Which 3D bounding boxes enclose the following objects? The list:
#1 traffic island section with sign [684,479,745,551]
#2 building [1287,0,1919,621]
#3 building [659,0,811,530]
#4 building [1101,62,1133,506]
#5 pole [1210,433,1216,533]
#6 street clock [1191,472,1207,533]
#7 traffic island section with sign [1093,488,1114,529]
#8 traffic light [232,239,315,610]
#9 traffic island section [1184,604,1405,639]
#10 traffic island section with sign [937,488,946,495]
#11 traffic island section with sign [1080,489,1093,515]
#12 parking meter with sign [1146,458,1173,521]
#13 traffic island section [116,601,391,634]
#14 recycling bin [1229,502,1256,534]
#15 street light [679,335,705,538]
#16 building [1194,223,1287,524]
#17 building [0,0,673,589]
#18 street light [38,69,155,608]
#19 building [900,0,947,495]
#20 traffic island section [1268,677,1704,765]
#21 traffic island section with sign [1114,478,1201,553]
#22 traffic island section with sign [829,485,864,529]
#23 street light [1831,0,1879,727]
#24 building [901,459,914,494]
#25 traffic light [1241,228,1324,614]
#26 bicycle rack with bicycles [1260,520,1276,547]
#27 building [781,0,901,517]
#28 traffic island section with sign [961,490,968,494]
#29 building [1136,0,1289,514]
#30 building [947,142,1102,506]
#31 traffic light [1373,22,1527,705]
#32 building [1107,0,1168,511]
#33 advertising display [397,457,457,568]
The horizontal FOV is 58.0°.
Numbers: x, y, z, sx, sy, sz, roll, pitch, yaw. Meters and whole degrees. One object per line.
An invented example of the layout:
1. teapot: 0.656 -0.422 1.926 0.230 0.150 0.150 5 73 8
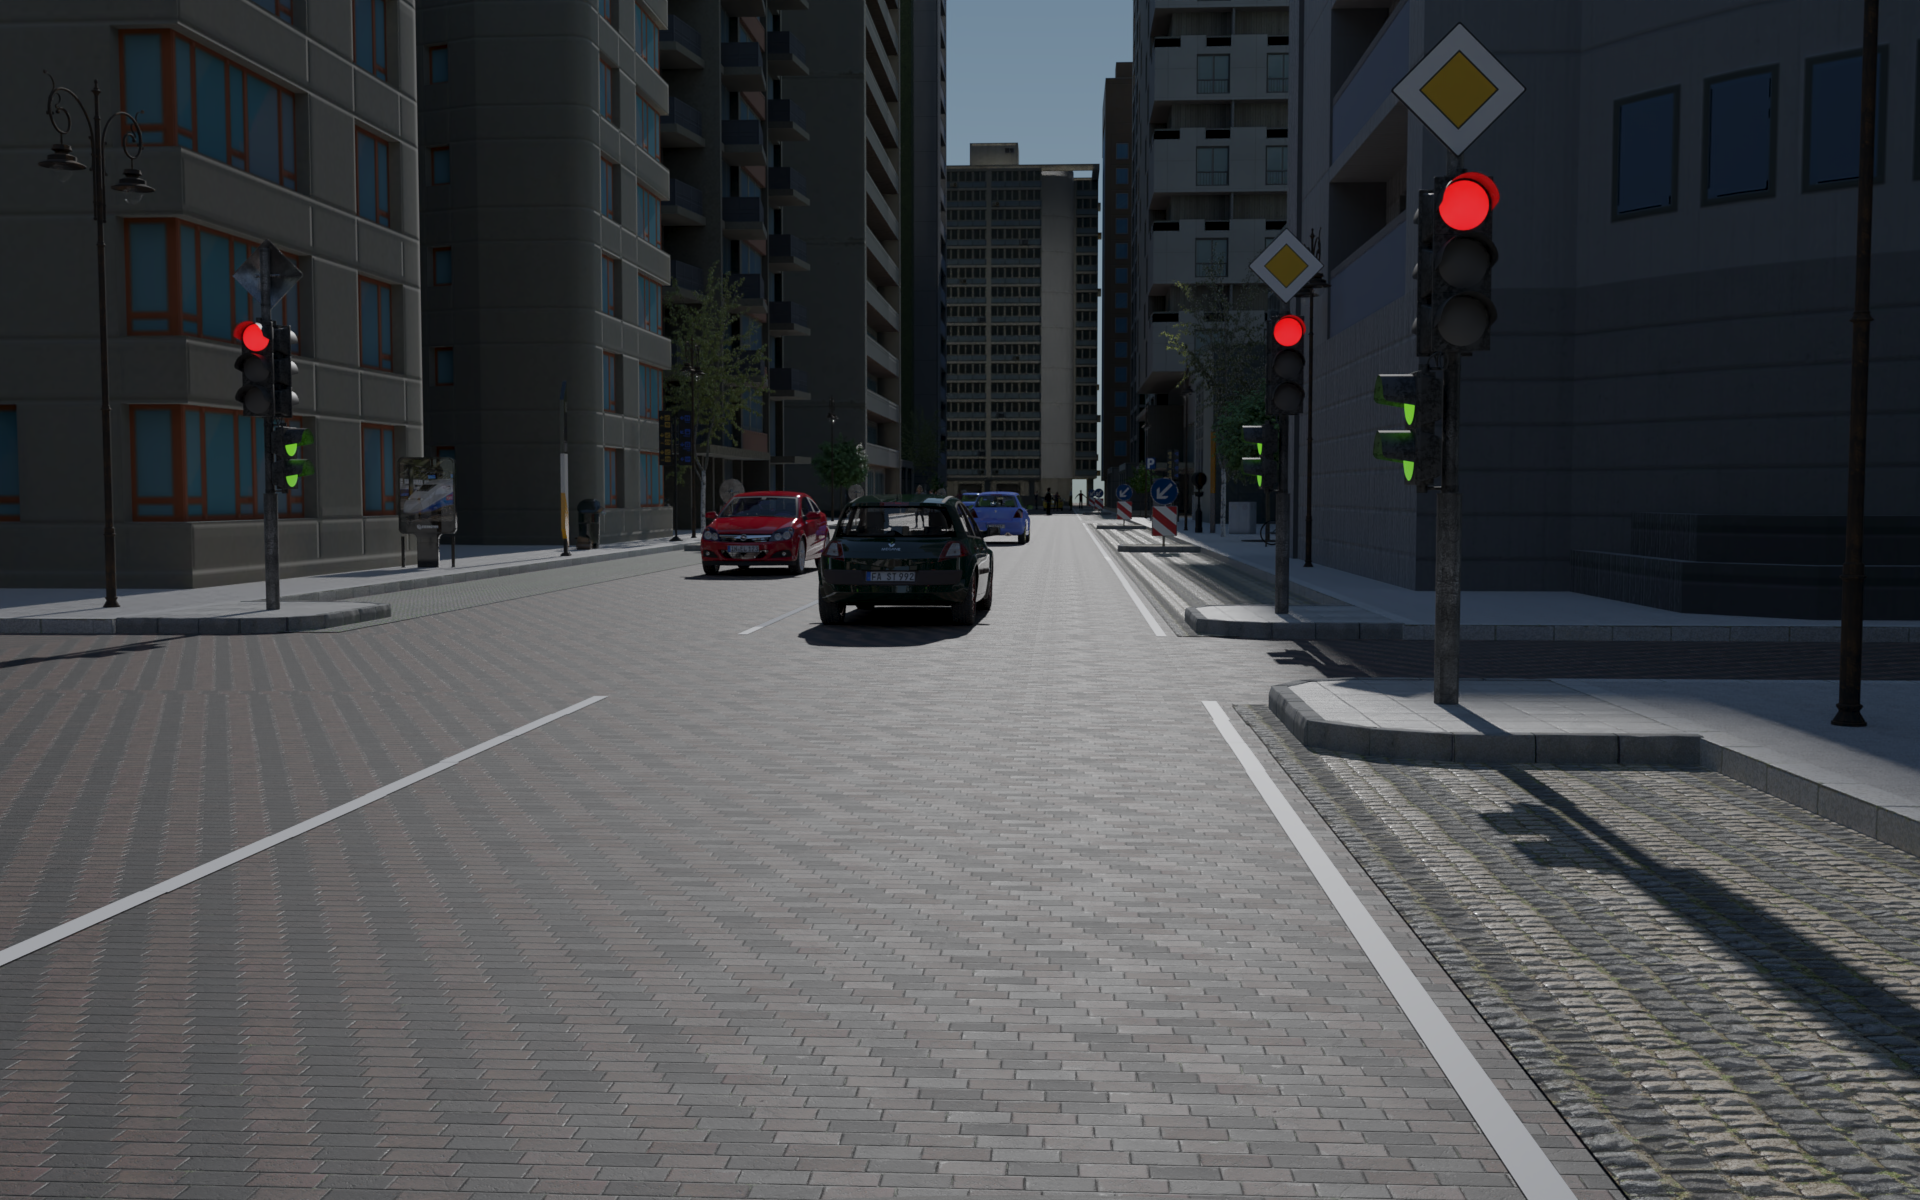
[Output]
1. traffic island section with sign: -5.843 -2.168 44.068 1.989 1.847 2.006 0 4 3
2. building: 20.262 -29.527 24.766 28.212 58.520 21.231 0 4 3
3. building: -18.495 -25.640 73.833 22.147 44.769 28.867 0 4 3
4. building: 22.213 -32.585 182.882 14.200 45.320 14.600 0 4 3
5. pole: 8.318 -3.857 56.900 0.158 3.312 0.155 0 3 0
6. street clock: 7.899 -3.222 57.243 0.471 2.002 0.358 -2 4 -25
7. traffic island section with sign: 6.572 -3.797 70.714 1.989 1.847 2.006 0 4 3
8. traffic light: -7.608 -1.846 19.107 0.839 4.253 0.868 0 4 3
9. traffic island section: 3.474 0.226 18.581 2.009 0.180 2.903 0 4 3
10. traffic island section with sign: -1.242 -6.903 121.498 1.989 1.847 2.006 0 4 3
11. traffic island section with sign: 9.519 -6.821 120.156 1.989 1.847 2.006 0 4 3
12. parking meter with sign: 9.697 -5.345 83.644 0.543 3.016 1.738 3 5 41
13. traffic island section: -7.648 0.186 19.244 2.009 0.180 2.903 0 4 3
14. recycling bin: 9.117 -2.650 55.875 0.722 1.027 0.722 2 4 27
15. street light: -7.780 -4.751 50.460 0.468 5.910 1.993 0 4 3
16. building: 21.688 -46.086 66.185 22.319 86.520 31.000 0 4 3
17. building: -23.304 -11.799 37.949 27.650 21.520 28.899 0 4 3
18. street light: -9.625 -2.855 19.471 0.468 5.910 1.993 0 4 3
19. building: -15.505 -37.784 159.770 28.212 58.520 21.231 0 4 3
20. traffic island section: 3.000 0.714 10.610 2.009 0.180 2.903 0 4 3
21. traffic island section with sign: 4.933 -2.111 43.137 1.989 1.847 2.006 0 4 3
22. traffic island section with sign: -4.249 -3.813 70.976 1.989 1.847 2.006 0 4 3
23. street light: 4.937 -2.242 9.441 0.468 5.910 1.993 0 4 3
24. building: -14.024 -42.023 125.336 20.563 71.187 20.611 0 4 3
25. traffic light: 3.434 -1.807 18.469 0.839 4.253 0.868 0 4 3
26. bicycle rack with bicycles: 8.630 -1.778 42.459 2.925 0.926 2.852 3 4 39
27. building: -15.211 -29.437 104.994 21.300 48.544 21.600 0 4 3
28. traffic island section with sign: 0.390 -8.582 148.950 1.989 1.847 2.006 0 4 3
29. building: 25.582 -32.027 112.876 28.713 52.752 27.495 0 4 3
30. building: 3.745 -30.722 194.177 23.993 40.220 32.217 0 4 3
31. traffic light: 2.961 -1.320 10.498 0.839 4.253 0.868 0 4 3
32. building: 24.049 -43.964 157.063 20.563 71.187 20.611 0 4 3
33. advertising display: -9.285 -1.529 30.206 0.974 1.923 0.123 0 4 -7
